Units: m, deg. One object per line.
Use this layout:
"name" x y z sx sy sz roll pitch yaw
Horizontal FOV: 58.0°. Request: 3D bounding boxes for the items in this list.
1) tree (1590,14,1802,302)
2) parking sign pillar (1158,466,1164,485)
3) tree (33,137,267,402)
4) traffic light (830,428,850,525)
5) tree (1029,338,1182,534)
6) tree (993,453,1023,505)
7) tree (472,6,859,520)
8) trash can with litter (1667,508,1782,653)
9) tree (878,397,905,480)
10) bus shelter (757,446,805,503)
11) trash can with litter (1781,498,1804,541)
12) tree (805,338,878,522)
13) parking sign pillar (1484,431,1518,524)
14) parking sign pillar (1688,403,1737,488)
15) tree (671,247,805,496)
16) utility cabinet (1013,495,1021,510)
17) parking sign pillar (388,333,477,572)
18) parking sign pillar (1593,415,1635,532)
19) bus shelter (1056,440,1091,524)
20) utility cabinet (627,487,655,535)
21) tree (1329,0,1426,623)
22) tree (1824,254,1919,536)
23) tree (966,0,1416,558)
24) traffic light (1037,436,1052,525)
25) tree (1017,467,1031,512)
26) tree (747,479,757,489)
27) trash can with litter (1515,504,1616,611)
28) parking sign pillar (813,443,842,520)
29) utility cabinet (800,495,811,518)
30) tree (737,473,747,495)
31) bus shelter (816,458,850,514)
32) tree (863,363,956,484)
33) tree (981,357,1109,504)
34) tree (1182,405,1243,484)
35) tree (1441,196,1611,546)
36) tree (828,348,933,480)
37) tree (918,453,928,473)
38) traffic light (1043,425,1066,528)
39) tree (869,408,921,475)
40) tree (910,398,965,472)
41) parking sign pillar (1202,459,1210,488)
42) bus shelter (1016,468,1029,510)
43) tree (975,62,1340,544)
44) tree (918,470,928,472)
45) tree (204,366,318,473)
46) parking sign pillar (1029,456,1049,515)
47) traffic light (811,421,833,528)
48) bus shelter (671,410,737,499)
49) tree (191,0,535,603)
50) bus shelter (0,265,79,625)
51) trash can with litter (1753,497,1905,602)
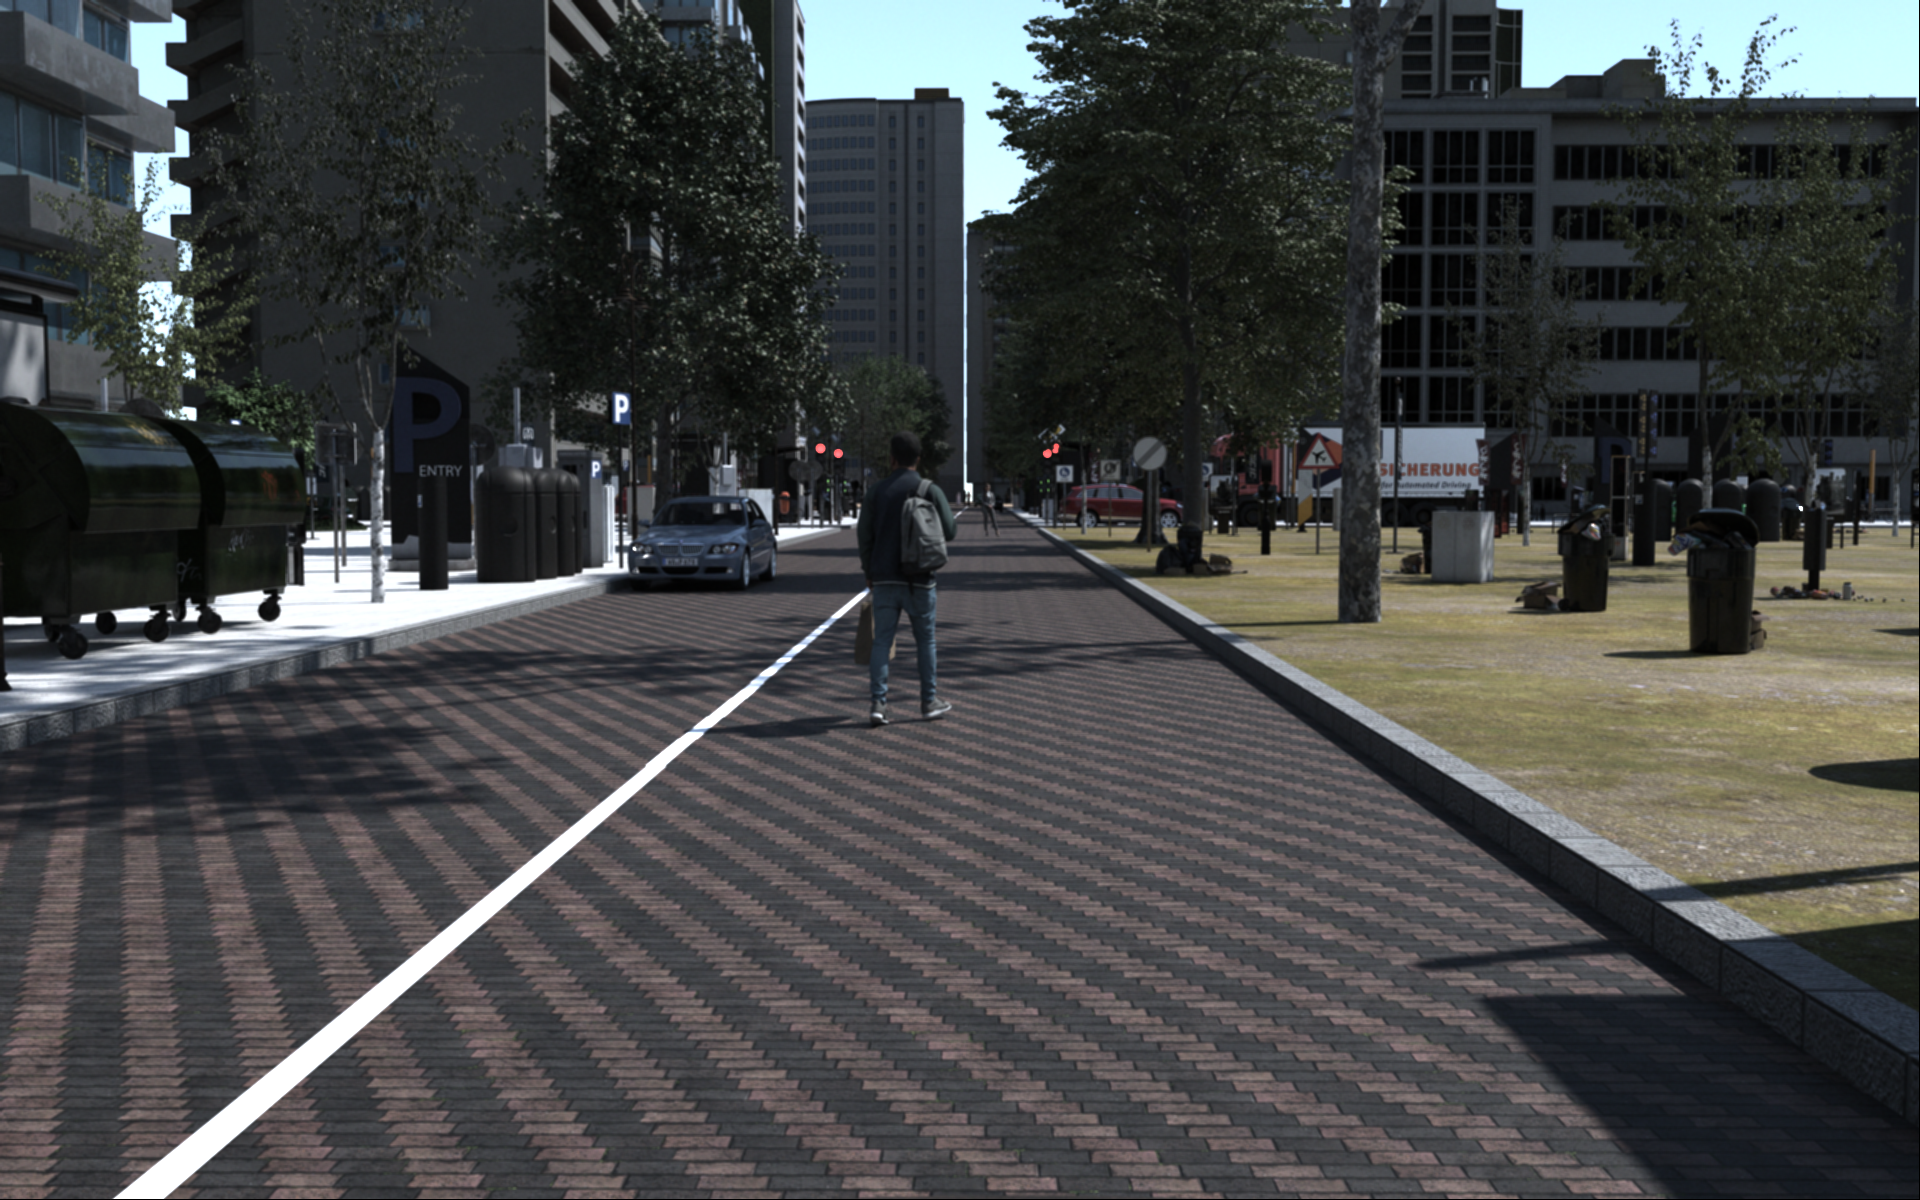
"tree" 12.007 -4.693 27.093 4.737 8.622 4.395 0 3 0
"parking sign pillar" 15.418 -8.938 134.614 1.447 3.967 1.447 -1 4 -19
"tree" -17.266 -5.277 36.641 4.737 8.622 4.395 0 3 0
"traffic light" -5.068 -5.131 72.816 0.839 4.253 0.868 0 4 1
"tree" 4.176 -6.400 55.002 4.360 8.622 3.978 0 3 0
"tree" 6.187 -15.867 209.792 4.737 8.622 4.395 0 3 0
"tree" -6.951 -7.581 40.954 9.611 12.733 9.660 0 3 0
"trash can with litter" 6.258 -0.173 14.221 0.624 1.170 1.055 3 4 37
"tree" -5.610 -9.427 104.485 4.360 8.622 3.978 0 3 0
"bus shelter" -8.957 -5.868 87.221 1.731 3.624 6.357 0 4 1
"trash can with litter" 22.978 -2.209 47.506 0.624 1.170 1.055 0 4 -6
"tree" -6.245 -7.974 80.732 4.360 8.622 3.978 0 3 0
"parking sign pillar" 23.117 -5.227 73.929 1.447 3.967 1.447 2 4 30
"parking sign pillar" 22.475 -3.871 51.763 1.447 3.967 1.447 -3 5 -41
"tree" -6.984 -6.071 49.631 4.360 8.622 3.978 0 3 0
"utility cabinet" 4.881 -8.074 143.174 1.020 1.237 0.306 2 4 33
"parking sign pillar" -8.900 -2.486 29.122 1.447 3.967 1.447 -1 4 -14
"parking sign pillar" 22.401 -4.332 59.303 1.447 3.967 1.447 0 4 -7
"bus shelter" 4.893 -5.292 77.805 1.731 3.624 6.357 0 4 1
"utility cabinet" -9.676 -2.711 53.007 1.173 1.500 0.318 3 4 37
"tree" 5.345 -9.802 16.157 12.611 20.169 13.585 0 3 0
"tree" 28.342 -6.236 52.329 4.360 8.622 3.978 0 3 0
"tree" 3.669 -6.826 29.737 7.486 12.596 7.792 0 3 0
"traffic light" 3.643 -5.125 72.719 0.839 4.253 0.868 0 4 1
"tree" 4.951 -7.885 123.525 1.663 3.219 1.824 0 3 0
"tree" -13.563 -7.690 120.340 1.663 3.219 1.824 0 3 0
"trash can with litter" 6.662 -0.473 19.126 0.624 1.170 1.055 -3 5 -44
"parking sign pillar" -6.715 -6.067 87.668 1.447 3.967 1.447 0 4 5
"utility cabinet" -8.542 -5.074 94.125 1.020 1.237 0.306 1 4 21
"tree" -16.526 -8.099 127.019 1.663 3.219 1.824 0 3 0
"bus shelter" -8.357 -7.539 114.553 1.731 3.624 6.357 0 4 1
"tree" -4.997 -16.118 170.180 9.857 13.997 8.962 0 3 0
"tree" 5.092 -10.042 98.601 7.601 10.594 8.767 1 4 12
"tree" 11.525 -7.845 78.631 4.360 8.622 3.978 0 3 0
"tree" 13.966 -5.636 42.516 4.360 8.622 3.978 0 3 0
"tree" -5.654 -12.021 122.299 9.928 11.665 9.643 0 3 0
"tree" -4.492 -14.900 193.973 4.360 8.622 3.978 0 3 0
"traffic light" 3.539 -4.637 64.735 0.839 4.253 0.868 0 4 1
"tree" -5.124 -11.770 142.807 4.737 8.622 4.395 0 3 0
"tree" -4.438 -18.318 209.873 12.009 13.543 11.850 0 3 0
"parking sign pillar" 14.067 -6.659 97.353 1.447 3.967 1.447 3 5 43
"bus shelter" 5.485 -8.770 137.315 2.014 3.302 5.546 0 4 1
"tree" 5.042 -7.819 44.845 9.611 12.733 9.660 0 3 0
"tree" -4.701 -12.488 187.886 4.285 4.588 4.351 0 3 0
"tree" -18.057 -3.728 44.663 4.285 4.588 4.351 0 3 0
"parking sign pillar" 5.024 -7.326 108.244 1.447 3.967 1.447 1 4 15
"traffic light" -5.172 -4.643 64.831 0.839 4.253 0.868 0 4 1
"bus shelter" -9.343 -5.110 61.180 2.179 5.291 8.768 0 4 1
"tree" -6.984 -4.288 20.468 4.360 8.622 3.978 0 3 0
"bus shelter" -9.782 -2.141 12.644 2.179 5.291 8.768 0 4 1
"trash can with litter" 10.799 -0.654 21.744 1.678 1.210 2.233 1 4 20
